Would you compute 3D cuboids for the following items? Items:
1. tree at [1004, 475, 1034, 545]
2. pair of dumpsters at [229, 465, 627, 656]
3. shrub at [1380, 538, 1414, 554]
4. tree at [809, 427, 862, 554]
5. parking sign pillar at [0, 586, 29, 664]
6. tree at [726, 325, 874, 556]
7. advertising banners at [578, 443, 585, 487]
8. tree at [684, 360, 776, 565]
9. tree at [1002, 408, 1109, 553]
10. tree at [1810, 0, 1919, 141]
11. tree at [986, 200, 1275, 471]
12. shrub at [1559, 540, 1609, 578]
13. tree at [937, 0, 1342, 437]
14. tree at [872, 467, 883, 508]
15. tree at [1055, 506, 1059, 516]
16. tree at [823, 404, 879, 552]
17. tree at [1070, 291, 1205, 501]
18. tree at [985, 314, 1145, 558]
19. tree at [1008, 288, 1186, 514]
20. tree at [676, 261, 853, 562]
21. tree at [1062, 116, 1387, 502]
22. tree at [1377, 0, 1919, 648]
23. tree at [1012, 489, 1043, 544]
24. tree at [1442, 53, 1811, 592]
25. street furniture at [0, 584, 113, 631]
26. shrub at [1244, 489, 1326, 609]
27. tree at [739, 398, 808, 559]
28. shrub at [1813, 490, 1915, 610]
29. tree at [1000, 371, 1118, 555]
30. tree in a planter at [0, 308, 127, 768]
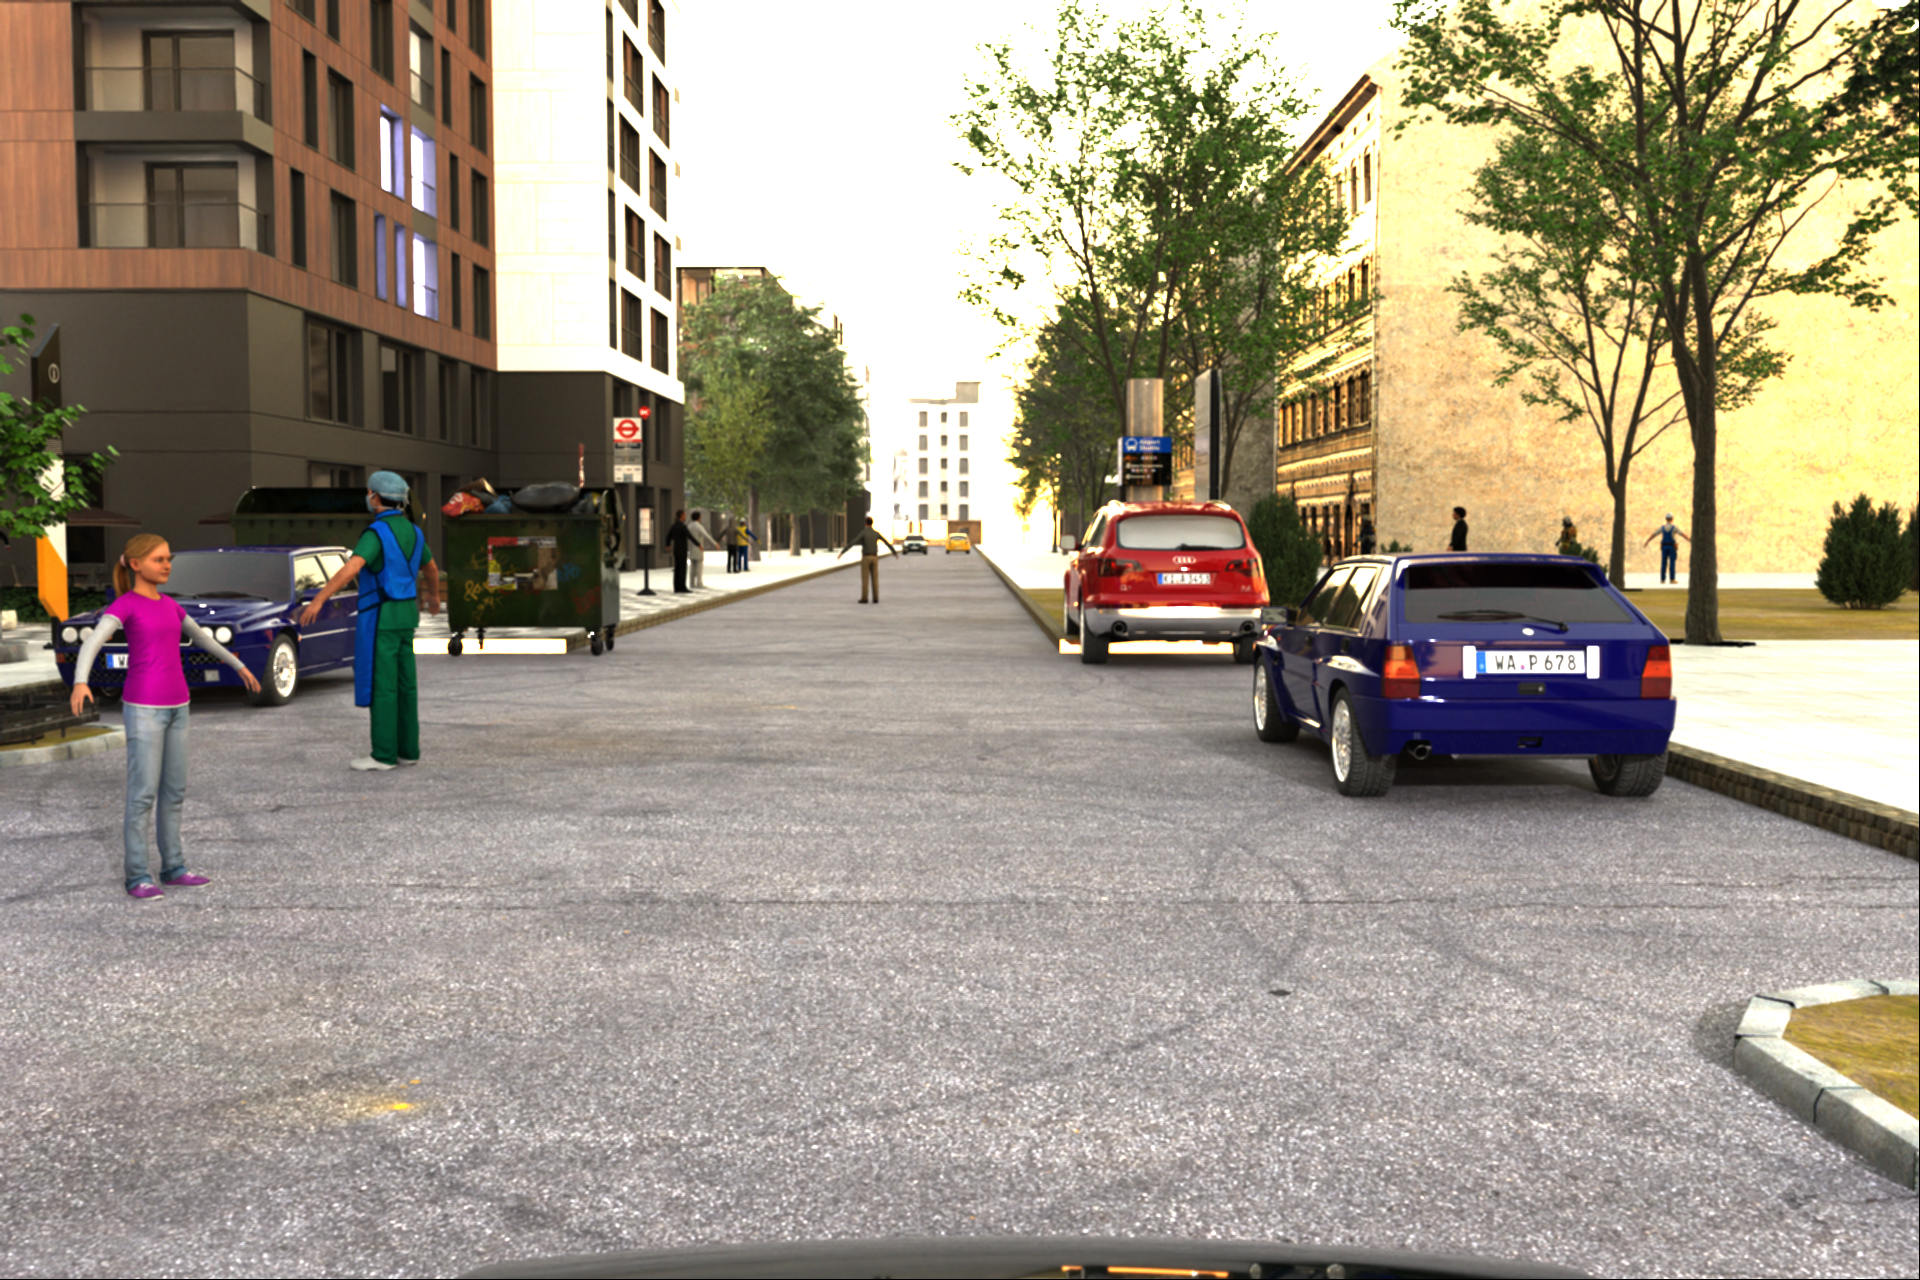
[{"bbox_3d":[8.065,-16.031,212.466,4.360,8.622,3.978,0,3,0],"label":"tree"},{"bbox_3d":[-6.319,-0.966,20.746,4.436,2.255,1.574,0,4,0],"label":"pair of dumpsters"},{"bbox_3d":[8.337,-1.344,33.094,1.383,1.207,1.383,0,3,0],"label":"shrub"},{"bbox_3d":[-9.913,-10.885,112.380,7.601,10.594,8.767,0,4,-3],"label":"tree"},{"bbox_3d":[-10.136,-1.758,17.210,1.447,3.967,1.447,0,3,0],"label":"parking sign pillar"},{"bbox_3d":[-9.730,-11.897,101.175,9.857,13.997,8.962,0,3,0],"label":"tree"},{"bbox_3d":[-7.281,-2.230,32.655,0.090,3.025,2.074,0,3,0],"label":"advertising banners"},{"bbox_3d":[-9.538,-7.462,72.365,4.737,8.622,4.395,0,3,0],"label":"tree"},{"bbox_3d":[6.493,-11.712,117.251,9.928,11.665,9.643,0,3,0],"label":"tree"},{"bbox_3d":[8.101,-4.591,9.473,7.601,10.594,8.767,0,4,-5],"label":"tree"},{"bbox_3d":[6.129,-9.247,61.561,12.009,13.543,11.850,0,3,0],"label":"tree"},{"bbox_3d":[9.930,-1.025,27.868,1.383,1.207,1.383,0,3,0],"label":"shrub"},{"bbox_3d":[3.426,-6.589,33.491,9.928,11.665,9.643,0,3,0],"label":"tree"},{"bbox_3d":[-13.268,-18.381,218.652,7.486,12.596,7.792,0,3,0],"label":"tree"},{"bbox_3d":[14.418,-16.333,217.409,4.360,8.622,3.978,0,3,0],"label":"tree"},{"bbox_3d":[-9.241,-12.031,122.458,9.928,11.665,9.643,0,3,0],"label":"tree"},{"bbox_3d":[5.594,-6.152,50.947,4.737,8.622,4.395,0,3,0],"label":"tree"},{"bbox_3d":[6.368,-11.049,91.022,12.009,13.543,11.850,0,3,0],"label":"tree"},{"bbox_3d":[5.785,-8.987,72.698,9.928,11.665,9.643,0,3,0],"label":"tree"},{"bbox_3d":[-9.721,-10.630,80.453,9.857,13.997,8.962,0,3,0],"label":"tree"},{"bbox_3d":[6.333,-7.107,41.949,9.928,11.665,9.643,0,3,0],"label":"tree"},{"bbox_3d":[8.460,-5.754,19.826,9.928,11.665,9.643,0,3,0],"label":"tree"},{"bbox_3d":[8.488,-16.410,218.669,4.737,8.622,4.395,0,3,0],"label":"tree"},{"bbox_3d":[14.773,-6.908,38.708,9.928,11.665,9.643,0,3,0],"label":"tree"},{"bbox_3d":[-14.528,-0.512,23.997,5.734,0.657,10.072,1,4,8],"label":"street furniture"},{"bbox_3d":[5.226,-1.482,28.651,1.690,2.028,1.600,0,3,0],"label":"shrub"},{"bbox_3d":[-10.024,-8.496,89.274,4.360,8.622,3.978,0,3,0],"label":"tree"},{"bbox_3d":[15.419,-1.536,29.527,1.690,2.028,1.600,0,3,0],"label":"shrub"},{"bbox_3d":[6.131,-11.441,105.192,7.486,12.596,7.792,0,3,0],"label":"tree"},{"bbox_3d":[-6.634,-0.863,11.330,1.991,3.239,1.994,0,4,1],"label":"tree in a planter"}]
